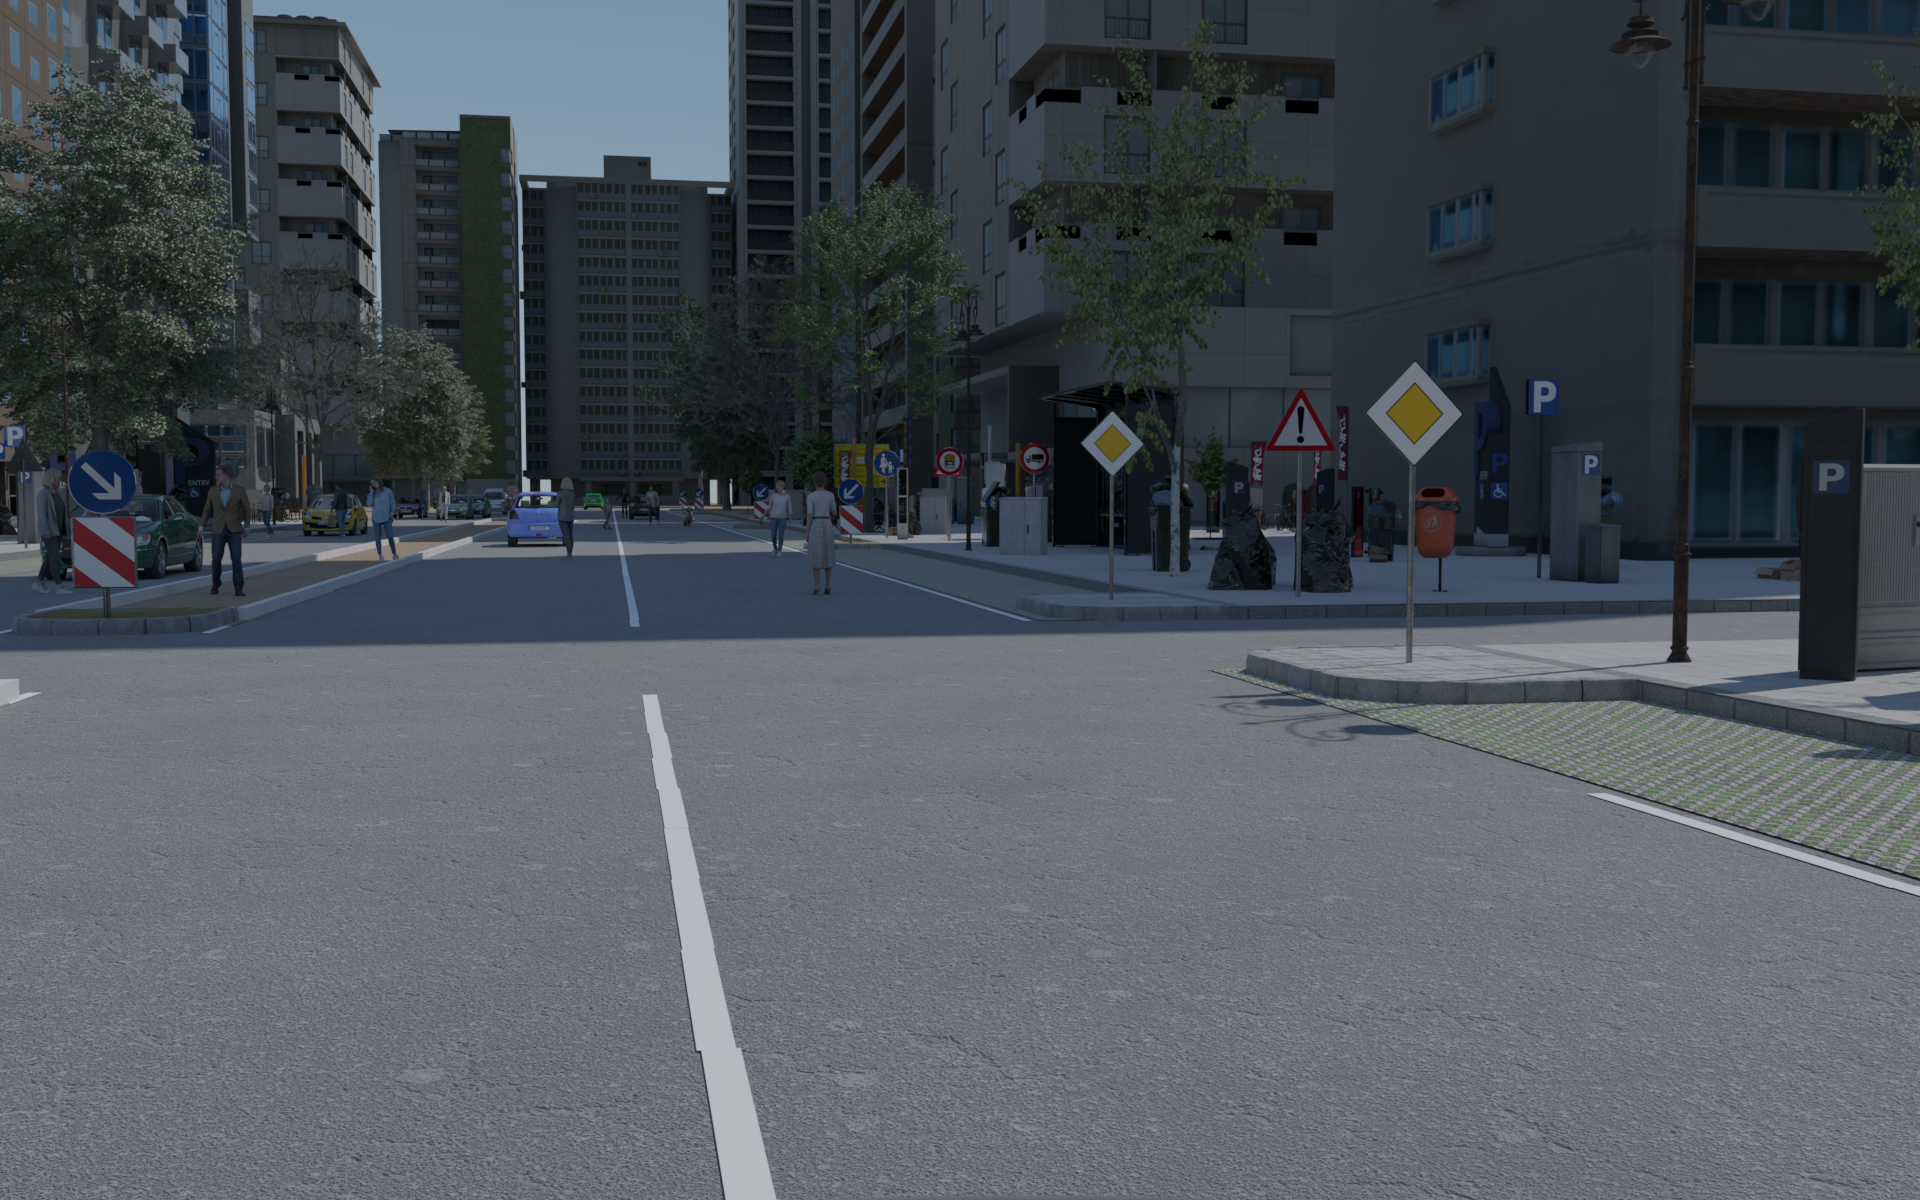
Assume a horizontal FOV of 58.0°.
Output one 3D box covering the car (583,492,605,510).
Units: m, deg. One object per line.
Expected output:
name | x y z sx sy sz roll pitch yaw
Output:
car | -33.566 -9.177 158.834 1.959 1.807 4.718 -1 4 -10

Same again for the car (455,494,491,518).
car | -29.500 -5.700 104.988 2.131 1.459 4.920 -1 4 -10

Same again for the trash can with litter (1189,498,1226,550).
trash can with litter | 5.887 -1.758 39.804 2.233 1.210 1.678 0 4 -2

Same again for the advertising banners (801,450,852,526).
advertising banners | -5.333 -4.468 69.235 2.074 3.025 0.090 0 4 4

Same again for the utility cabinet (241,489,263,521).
utility cabinet | -33.655 -4.486 82.033 1.173 1.500 0.318 0 3 0

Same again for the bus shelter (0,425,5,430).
bus shelter | -22.624 -2.657 37.371 2.014 3.302 5.546 -1 4 -11

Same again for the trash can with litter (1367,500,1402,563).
trash can with litter | 8.020 -1.307 32.762 0.624 1.170 1.055 1 4 16

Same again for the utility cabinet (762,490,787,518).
utility cabinet | -9.593 -4.893 88.673 1.173 1.500 0.318 1 4 9

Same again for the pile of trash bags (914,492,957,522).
pile of trash bags | -1.237 -4.281 79.744 1.912 1.369 3.447 -2 4 -24

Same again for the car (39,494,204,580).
car | -14.690 -1.147 30.550 2.131 1.459 4.920 -1 4 -12

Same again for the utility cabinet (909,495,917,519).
utility cabinet | -2.204 -4.755 88.899 0.306 1.237 1.020 2 4 33

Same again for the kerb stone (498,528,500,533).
kerb stone | -16.742 -2.452 62.324 0.120 0.150 1.000 -1 4 -11

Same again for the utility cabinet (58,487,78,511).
utility cabinet | -28.372 -2.870 55.609 0.318 1.500 1.173 2 4 31

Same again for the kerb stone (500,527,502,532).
kerb stone | -16.948 -2.516 63.325 0.120 0.150 1.000 -1 4 -11

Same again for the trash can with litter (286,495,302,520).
trash can with litter | -32.608 -4.574 85.847 2.233 1.210 1.678 0 4 -6

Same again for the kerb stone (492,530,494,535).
kerb stone | -16.139 -2.269 59.296 0.120 0.150 1.000 -1 4 -11

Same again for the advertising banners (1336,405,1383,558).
advertising banners | 8.060 -2.373 34.994 0.090 3.025 2.074 3 5 39

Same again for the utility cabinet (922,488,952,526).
utility cabinet | -0.912 -3.645 68.273 1.173 1.500 0.318 0 3 0

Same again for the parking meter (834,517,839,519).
parking meter | -6.191 -4.840 87.550 0.372 1.533 0.369 0 3 0

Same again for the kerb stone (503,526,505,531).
kerb stone | -17.353 -2.639 65.335 0.120 0.150 1.000 -1 4 -11

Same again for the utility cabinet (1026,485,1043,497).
utility cabinet | 1.903 -2.206 44.744 0.318 1.500 1.173 0 4 -5

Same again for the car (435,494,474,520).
car | -28.411 -5.240 97.476 2.131 1.459 4.920 -1 4 -12

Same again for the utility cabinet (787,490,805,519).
utility cabinet | -8.584 -4.953 89.656 1.173 1.500 0.318 -3 4 -36

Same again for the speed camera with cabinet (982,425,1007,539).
speed camera with cabinet | 0.982 -3.353 49.161 0.660 3.252 2.038 0 4 5

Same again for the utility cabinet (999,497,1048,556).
utility cabinet | 1.328 -1.547 36.450 1.020 1.237 0.306 2 4 32

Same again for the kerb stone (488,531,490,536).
kerb stone | -15.724 -2.146 57.289 0.120 0.150 1.000 -1 4 -11

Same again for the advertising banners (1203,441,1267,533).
advertising banners | 9.161 -3.760 57.665 2.074 3.025 0.090 0 4 1

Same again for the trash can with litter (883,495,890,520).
trash can with litter | -3.876 -4.680 87.581 2.233 1.210 1.678 1 4 17

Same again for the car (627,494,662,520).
car | -17.987 -5.438 98.690 2.009 1.686 4.222 -1 4 -10

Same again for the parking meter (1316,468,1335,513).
parking meter | 8.329 -2.068 39.519 0.255 1.863 0.399 -2 4 -28

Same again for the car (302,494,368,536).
car | -21.761 -3.065 60.342 2.015 1.641 3.980 -1 4 -11

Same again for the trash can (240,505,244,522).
trash can | -33.007 -4.127 79.128 0.748 1.137 0.748 0 3 0

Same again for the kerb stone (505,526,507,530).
kerb stone | -17.551 -2.700 66.338 0.120 0.150 1.000 -1 4 -11

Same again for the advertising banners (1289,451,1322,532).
advertising banners | 11.463 -3.744 57.398 0.090 3.025 2.074 -1 4 -17

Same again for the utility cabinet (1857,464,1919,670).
utility cabinet | 6.802 -0.244 12.673 1.173 1.500 0.318 -1 4 -22

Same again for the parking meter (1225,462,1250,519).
parking meter | 5.005 -1.561 31.234 0.399 1.863 0.255 0 4 -5

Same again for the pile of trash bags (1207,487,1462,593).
pile of trash bags | 4.979 -0.825 23.243 3.447 1.369 1.912 2 4 30

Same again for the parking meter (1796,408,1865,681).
parking meter | 6.011 -0.384 11.992 0.399 1.863 0.255 2 4 31

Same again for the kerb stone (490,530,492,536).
kerb stone | -15.930 -2.208 58.293 0.120 0.150 1.000 -1 4 -11

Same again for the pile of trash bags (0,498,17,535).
pile of trash bags | -30.963 -2.711 54.081 3.447 1.369 1.912 3 5 40

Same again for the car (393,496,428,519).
car | -32.670 -5.524 102.897 1.945 1.354 3.894 -1 4 -10

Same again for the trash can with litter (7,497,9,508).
trash can with litter | -36.337 -3.354 65.902 1.678 1.210 2.233 0 4 -6

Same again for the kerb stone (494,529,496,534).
kerb stone | -16.336 -2.329 60.309 0.120 0.150 1.000 -1 4 -11

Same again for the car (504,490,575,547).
car | -11.740 -2.370 48.335 1.945 1.707 3.694 -1 4 -13

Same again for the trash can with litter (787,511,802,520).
trash can with litter | -8.205 -4.538 85.258 2.233 1.210 1.678 -1 4 -10

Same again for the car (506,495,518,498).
car | -36.320 -7.793 139.780 2.083 1.381 4.827 -1 4 -11

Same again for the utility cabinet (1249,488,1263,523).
utility cabinet | 10.897 -3.491 65.760 1.173 1.500 0.318 -1 4 -14

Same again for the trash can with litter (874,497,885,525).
trash can with litter | -3.191 -3.698 71.855 1.055 1.170 0.624 -1 4 -13

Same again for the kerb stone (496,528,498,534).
kerb stone | -16.548 -2.393 61.320 0.120 0.150 1.000 -1 4 -11

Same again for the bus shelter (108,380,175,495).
bus shelter | -29.196 -5.181 62.335 2.179 5.291 8.768 -1 4 -11

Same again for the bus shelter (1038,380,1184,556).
bus shelter | 3.331 -2.922 39.051 1.731 3.624 6.357 -1 4 -11

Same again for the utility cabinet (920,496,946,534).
utility cabinet | -0.823 -2.750 56.124 1.020 1.237 0.306 3 4 36
